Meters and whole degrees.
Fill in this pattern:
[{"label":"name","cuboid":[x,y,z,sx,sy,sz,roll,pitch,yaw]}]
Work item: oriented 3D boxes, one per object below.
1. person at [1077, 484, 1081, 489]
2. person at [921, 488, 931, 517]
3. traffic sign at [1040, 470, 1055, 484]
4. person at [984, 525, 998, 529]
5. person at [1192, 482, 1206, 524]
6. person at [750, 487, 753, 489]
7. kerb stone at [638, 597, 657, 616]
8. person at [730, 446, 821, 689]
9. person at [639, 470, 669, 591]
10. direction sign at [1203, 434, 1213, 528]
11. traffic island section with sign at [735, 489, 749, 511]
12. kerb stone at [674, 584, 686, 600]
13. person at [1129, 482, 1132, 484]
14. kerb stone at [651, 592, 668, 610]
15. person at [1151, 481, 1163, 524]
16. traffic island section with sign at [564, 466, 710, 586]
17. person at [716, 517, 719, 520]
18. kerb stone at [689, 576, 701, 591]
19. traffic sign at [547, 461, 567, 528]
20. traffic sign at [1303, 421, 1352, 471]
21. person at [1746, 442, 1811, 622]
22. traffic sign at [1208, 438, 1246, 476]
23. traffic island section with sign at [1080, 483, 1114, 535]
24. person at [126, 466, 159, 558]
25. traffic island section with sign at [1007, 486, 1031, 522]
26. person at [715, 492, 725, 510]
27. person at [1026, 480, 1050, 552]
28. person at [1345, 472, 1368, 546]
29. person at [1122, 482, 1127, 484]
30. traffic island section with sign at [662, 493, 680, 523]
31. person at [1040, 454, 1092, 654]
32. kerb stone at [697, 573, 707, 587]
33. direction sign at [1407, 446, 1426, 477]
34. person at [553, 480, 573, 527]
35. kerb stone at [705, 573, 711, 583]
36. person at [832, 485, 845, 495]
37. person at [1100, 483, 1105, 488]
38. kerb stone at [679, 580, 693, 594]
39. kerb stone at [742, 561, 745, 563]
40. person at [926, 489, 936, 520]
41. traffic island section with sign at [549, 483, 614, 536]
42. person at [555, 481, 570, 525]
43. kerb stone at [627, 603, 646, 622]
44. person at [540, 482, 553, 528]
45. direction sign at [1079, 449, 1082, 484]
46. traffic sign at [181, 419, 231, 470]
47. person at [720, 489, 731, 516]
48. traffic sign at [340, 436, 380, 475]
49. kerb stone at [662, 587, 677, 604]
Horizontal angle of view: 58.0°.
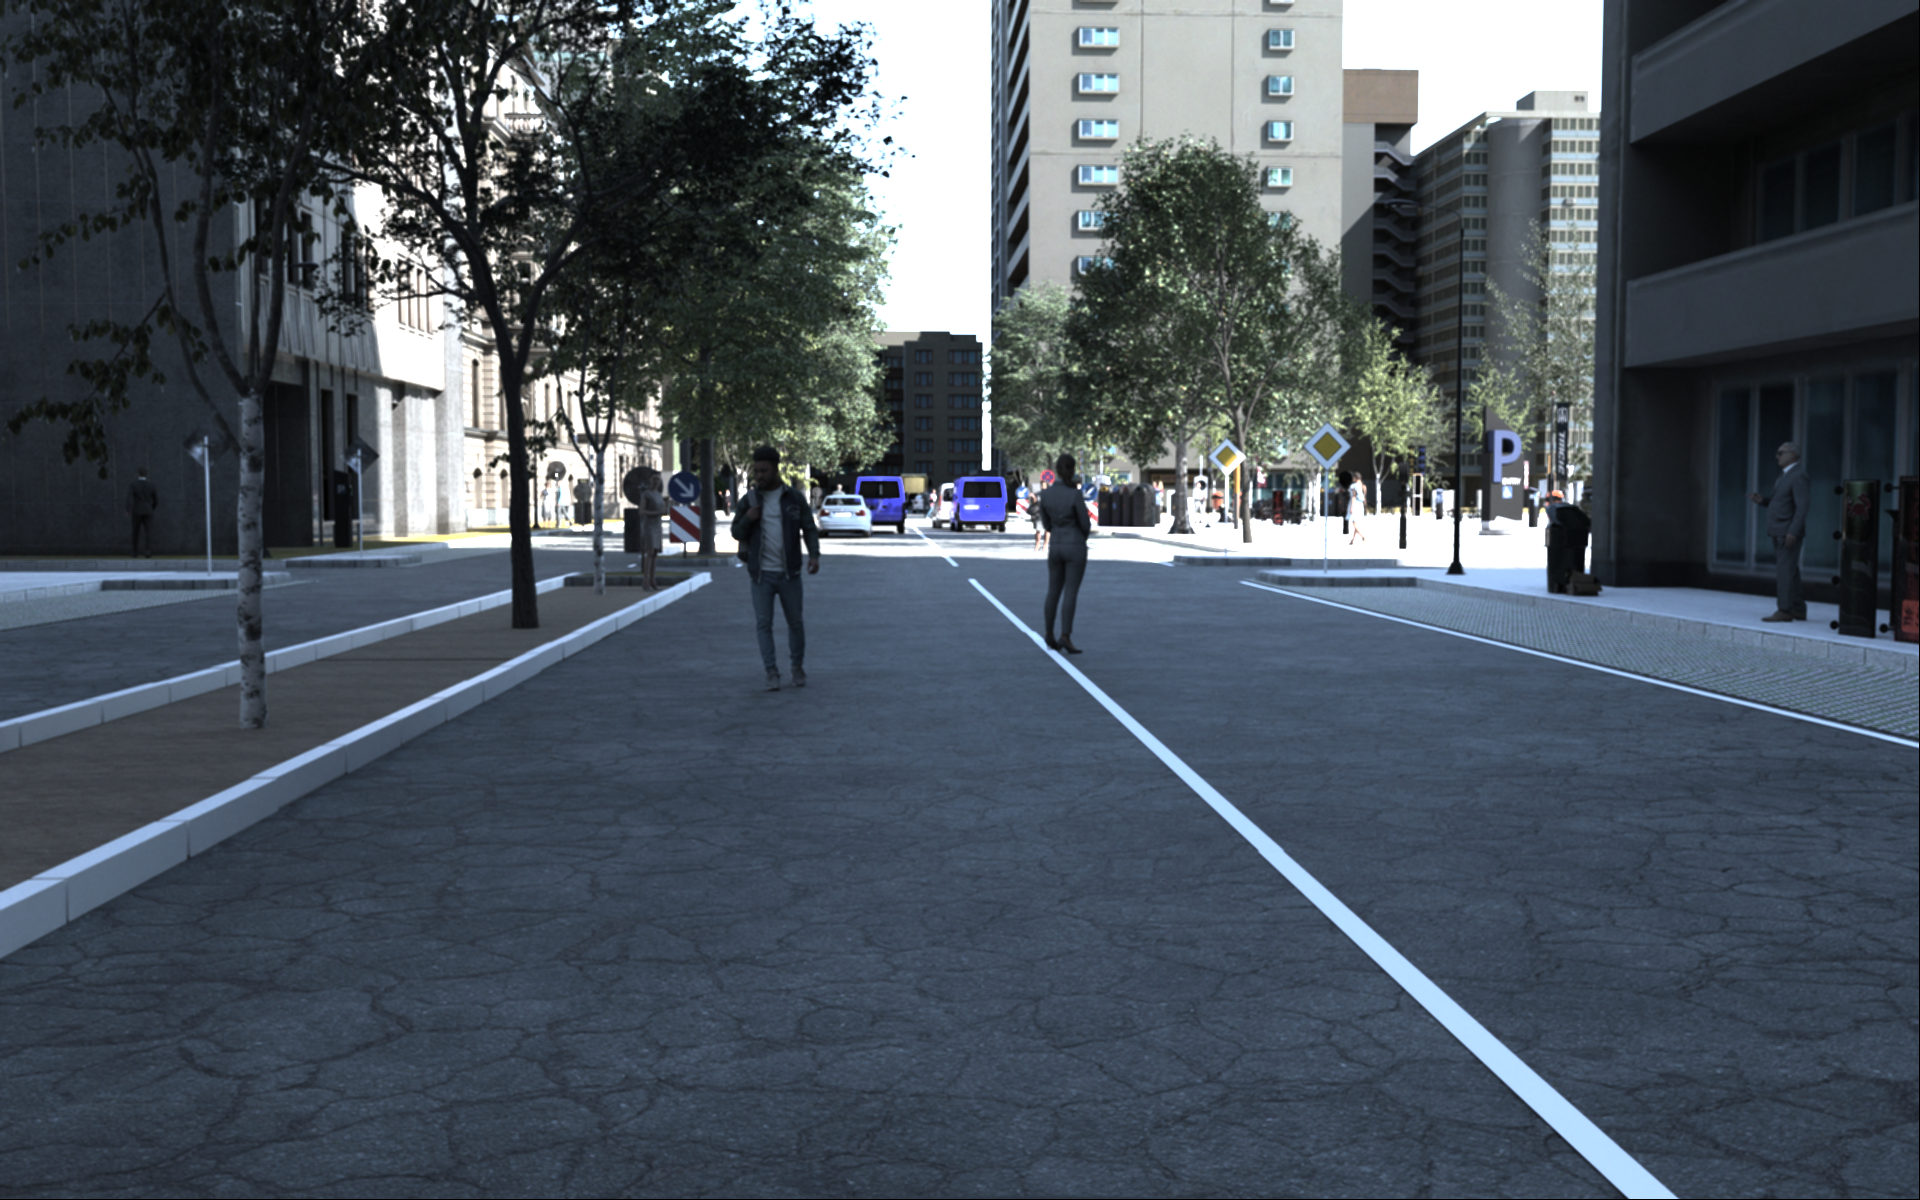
[{"label":"person","cuboid":[5.393,-4.369,78.070,0.643,1.750,0.593,-1,4,-11]},{"label":"person","cuboid":[-2.106,-6.158,109.362,0.661,1.801,0.590,-1,4,-12]},{"label":"traffic sign","cuboid":[4.594,-5.544,90.749,0.768,2.556,0.104,0,4,4]},{"label":"person","cuboid":[1.410,-3.836,71.342,0.853,1.813,0.709,-3,4,-38]},{"label":"person","cuboid":[10.211,-4.140,73.929,0.583,1.804,0.606,2,4,34]},{"label":"person","cuboid":[-11.332,-5.227,94.059,0.679,1.850,0.850,2,4,25]},{"label":"kerb stone","cuboid":[-3.759,0.096,20.625,0.120,0.150,1.000,0,4,-3]},{"label":"person","cuboid":[-1.368,-0.240,12.780,0.623,1.781,0.721,-1,4,-16]},{"label":"person","cuboid":[-4.515,-1.024,25.581,0.374,1.781,0.599,2,4,25]},{"label":"direction sign","cuboid":[9.413,-4.505,65.661,0.379,3.537,0.876,1,4,15]},{"label":"traffic island section with sign","cuboid":[-16.735,-7.836,136.745,1.989,1.847,2.006,0,4,-3]},{"label":"kerb stone","cuboid":[-3.905,-0.086,23.688,0.120,0.150,1.000,0,4,-3]},{"label":"person","cuboid":[7.786,-4.429,78.464,0.388,1.821,0.555,0,4,5]},{"label":"kerb stone","cuboid":[-3.804,0.034,21.646,0.120,0.150,1.000,0,4,-3]},{"label":"person","cuboid":[8.518,-4.205,74.777,0.580,1.828,0.573,-1,4,-9]},{"label":"traffic island section with sign","cuboid":[-5.150,-1.194,27.664,2.006,1.907,1.989,0,4,-3]},{"label":"person","cuboid":[-13.530,-5.238,94.546,0.834,1.777,0.661,0,4,-2]},{"label":"kerb stone","cuboid":[-4.001,-0.216,25.729,0.120,0.150,1.000,0,4,-3]},{"label":"traffic sign","cuboid":[-15.332,-4.019,65.824,0.768,2.556,0.104,0,4,5]},{"label":"traffic sign","cuboid":[5.920,-1.571,27.874,0.795,2.593,0.064,0,4,-3]},{"label":"person","cuboid":[8.295,-0.692,17.527,0.590,1.801,0.661,0,4,8]},{"label":"traffic sign","cuboid":[5.536,-2.059,35.850,0.795,2.593,0.064,0,4,-3]},{"label":"traffic island section with sign","cuboid":[4.346,-3.213,61.164,1.989,1.847,2.006,0,4,-3]},{"label":"person","cuboid":[-16.532,-1.781,34.938,0.659,1.850,0.755,-3,4,-37]},{"label":"traffic island section with sign","cuboid":[3.031,-4.890,88.581,1.989,1.847,2.006,0,4,-3]},{"label":"person","cuboid":[-19.621,-8.287,142.056,1.217,1.766,0.721,-2,4,-31]},{"label":"person","cuboid":[1.958,-2.079,42.853,0.716,1.782,0.532,1,4,21]},{"label":"person","cuboid":[9.823,-2.235,42.675,0.616,1.811,0.778,-2,4,-27]},{"label":"person","cuboid":[6.695,-3.894,70.137,0.534,1.772,0.576,0,4,-1]},{"label":"traffic island section with sign","cuboid":[-14.338,-4.793,86.992,1.989,1.847,2.006,0,4,-3]},{"label":"person","cuboid":[0.984,-0.421,15.660,0.520,1.790,0.573,1,4,23]},{"label":"kerb stone","cuboid":[-4.063,-0.277,26.763,0.120,0.150,1.000,0,4,-3]},{"label":"direction sign","cuboid":[21.319,-5.443,80.995,0.876,3.537,0.379,3,4,36]},{"label":"person","cuboid":[-15.400,-3.745,67.133,0.748,1.841,0.638,0,4,2]},{"label":"kerb stone","cuboid":[-4.110,-0.342,27.786,0.120,0.150,1.000,0,4,-3]},{"label":"person","cuboid":[-4.804,-3.680,68.839,0.661,1.801,0.590,1,4,10]},{"label":"person","cuboid":[6.460,-4.352,77.541,0.721,1.781,0.623,-2,4,-30]},{"label":"kerb stone","cuboid":[-3.963,-0.154,24.708,0.120,0.150,1.000,0,4,-3]},{"label":"kerb stone","cuboid":[-4.578,-0.935,37.521,0.120,0.150,1.000,0,4,-3]},{"label":"person","cuboid":[-1.538,-5.307,96.099,0.643,1.720,0.563,2,4,31]},{"label":"traffic island section with sign","cuboid":[-13.013,-3.122,59.679,1.989,1.847,2.006,0,4,-3]},{"label":"person","cuboid":[-16.319,-3.957,70.917,0.709,1.800,0.728,0,4,7]},{"label":"kerb stone","cuboid":[-3.715,0.164,19.605,0.120,0.150,1.000,0,4,-3]},{"label":"person","cuboid":[-15.807,-3.648,66.256,0.480,1.755,0.524,-1,4,-22]},{"label":"direction sign","cuboid":[6.008,-5.779,86.486,0.379,3.537,0.876,1,4,13]},{"label":"traffic sign","cuboid":[-11.755,-1.520,27.046,0.795,2.593,0.064,0,4,-3]},{"label":"person","cuboid":[-15.160,-6.267,111.763,0.742,1.727,0.445,0,4,-8]},{"label":"traffic sign","cuboid":[-12.139,-2.008,35.022,0.795,2.593,0.064,0,4,-3]},{"label":"kerb stone","cuboid":[-3.858,-0.029,22.667,0.120,0.150,1.000,0,4,-3]}]
